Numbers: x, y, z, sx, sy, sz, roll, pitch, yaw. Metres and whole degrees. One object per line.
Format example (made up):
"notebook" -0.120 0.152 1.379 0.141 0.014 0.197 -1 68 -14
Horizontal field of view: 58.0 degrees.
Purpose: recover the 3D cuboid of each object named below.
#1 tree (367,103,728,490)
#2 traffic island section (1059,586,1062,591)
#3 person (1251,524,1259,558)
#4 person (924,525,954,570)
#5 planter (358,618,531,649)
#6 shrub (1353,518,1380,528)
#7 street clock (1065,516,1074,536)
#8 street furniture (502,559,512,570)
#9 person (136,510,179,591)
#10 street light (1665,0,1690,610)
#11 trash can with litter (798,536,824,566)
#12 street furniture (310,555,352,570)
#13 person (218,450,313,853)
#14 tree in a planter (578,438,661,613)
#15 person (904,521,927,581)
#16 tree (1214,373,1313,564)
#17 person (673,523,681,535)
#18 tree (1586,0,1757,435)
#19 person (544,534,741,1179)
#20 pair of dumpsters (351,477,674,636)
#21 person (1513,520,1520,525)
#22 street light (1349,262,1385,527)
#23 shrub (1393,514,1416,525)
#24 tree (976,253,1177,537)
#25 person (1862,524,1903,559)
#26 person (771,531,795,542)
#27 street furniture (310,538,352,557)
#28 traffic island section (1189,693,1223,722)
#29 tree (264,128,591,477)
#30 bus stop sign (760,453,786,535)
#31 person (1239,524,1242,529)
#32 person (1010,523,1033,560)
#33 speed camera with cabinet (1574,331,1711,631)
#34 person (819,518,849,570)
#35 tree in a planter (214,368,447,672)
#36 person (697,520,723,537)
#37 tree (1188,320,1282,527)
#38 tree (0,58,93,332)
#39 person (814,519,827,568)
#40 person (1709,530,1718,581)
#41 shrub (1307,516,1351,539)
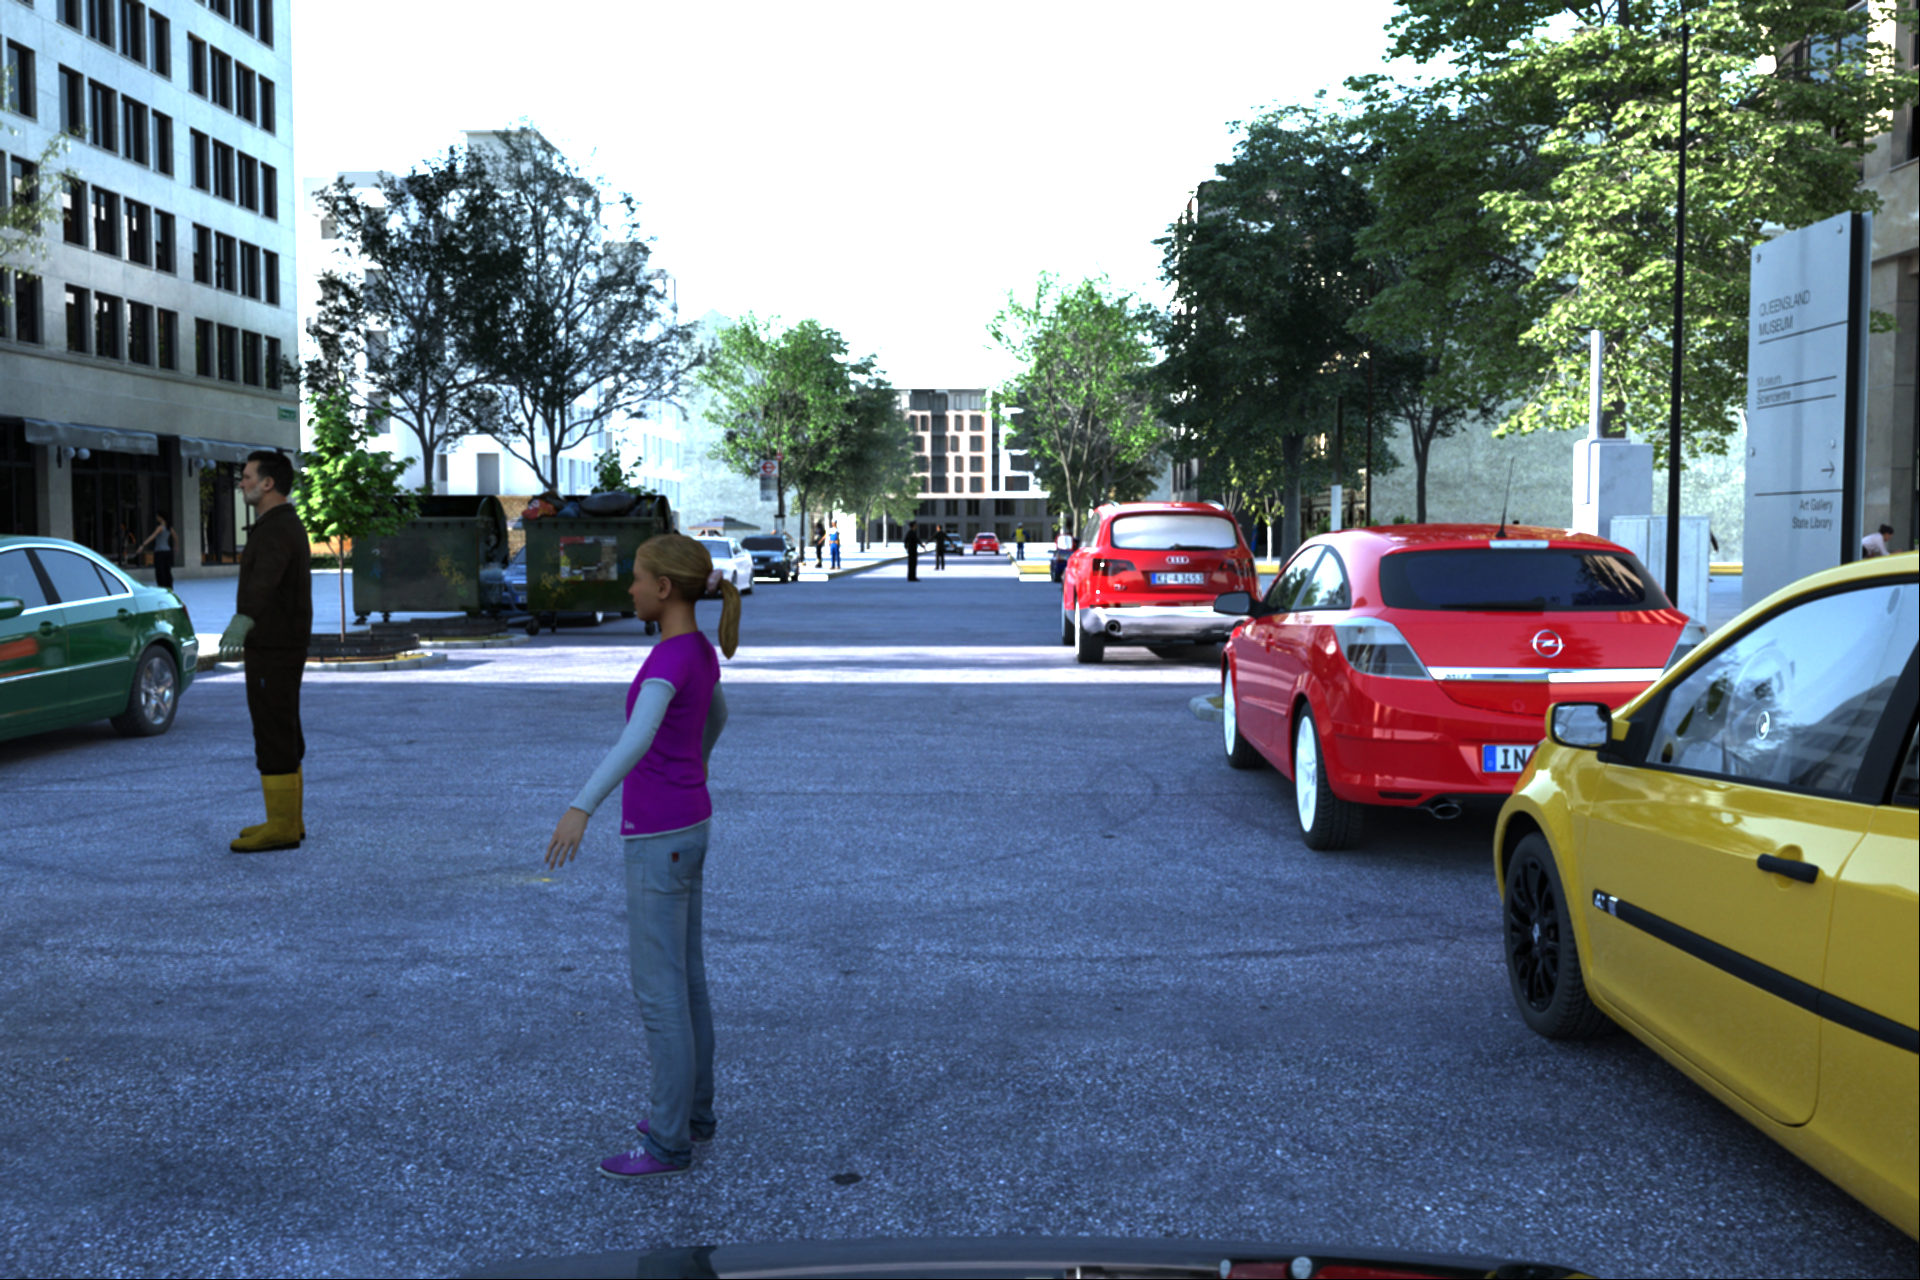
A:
"tree" -12.012 -8.570 50.495 12.009 13.543 11.850 0 3 0
"traffic island section" 3.523 -1.303 44.177 1.991 0.108 1.994 0 4 1
"person" 15.846 -5.316 93.042 0.704 1.817 1.347 1 4 12
"person" -0.813 -3.687 68.964 1.346 1.802 0.704 -2 4 -28
"planter" -6.690 -0.083 22.498 1.991 0.319 1.994 0 4 1
"shrub" 16.893 -4.080 71.133 1.690 2.028 1.600 0 3 0
"street clock" 4.420 -4.009 70.117 0.358 2.002 0.471 0 4 1
"street furniture" -12.239 -2.522 56.853 5.734 0.657 10.072 2 4 25
"person" -15.186 -1.593 32.849 0.721 1.737 1.217 1 4 9
"street light" 6.519 -2.560 14.395 1.470 5.913 1.316 0 4 2
"trash can with litter" -6.271 -3.624 70.303 1.678 1.210 2.233 0 4 3
"street furniture" -23.756 -2.923 63.420 10.072 0.657 5.734 0 4 3
"person" -3.178 0.040 7.940 0.704 1.812 1.346 -1 4 -15
"tree in a planter" -6.469 -2.155 32.451 1.991 3.239 1.994 0 4 1
"person" -1.410 -2.702 52.569 0.705 1.837 1.347 -2 4 -29
"tree" 12.923 -7.476 72.598 4.737 8.622 4.395 0 3 0
"person" -13.304 -4.535 80.339 1.347 1.806 0.705 -2 4 -32
"tree" 26.649 -12.417 58.901 12.611 20.169 13.585 0 3 0
"person" -0.722 0.475 3.961 0.599 1.433 0.991 0 4 8
"pair of dumpsters" -6.397 -1.215 24.818 4.436 2.255 1.574 0 4 2
"person" 18.625 -3.120 57.728 0.721 1.740 1.216 0 4 0
"street light" 7.037 -3.486 29.783 0.468 5.910 1.993 0 4 2
"shrub" 16.404 -3.688 64.345 1.661 2.075 1.752 0 3 0
"tree" 4.369 -8.546 65.488 9.928 11.665 9.643 0 3 0
"person" 14.175 -1.085 26.974 0.799 1.438 0.628 -2 4 -35
"person" -6.906 -3.638 66.276 1.217 1.733 0.721 0 4 -6
"street furniture" -24.636 -3.932 71.149 11.010 1.723 9.812 2 4 25
"traffic island section" 2.863 0.554 13.813 1.991 0.108 1.994 0 4 2
"tree" -11.821 -6.405 39.128 7.601 10.594 8.767 -3 5 -41
"bus stop sign" -6.171 -4.190 57.210 0.855 3.939 0.416 0 4 3
"person" 13.874 -4.900 86.573 0.721 1.772 1.216 0 4 -7
"person" 2.996 -4.852 85.302 1.349 1.833 0.705 3 4 36
"speed camera with cabinet" 6.384 -1.342 16.276 0.660 3.252 2.038 0 4 1
"person" -4.499 -3.456 62.363 1.347 1.847 0.705 2 4 33
"tree in a planter" -6.751 -1.324 18.862 1.991 3.239 1.994 0 4 1
"person" -9.789 -3.770 67.782 1.345 1.843 0.704 -1 4 -12
"tree" 9.255 -6.612 58.475 4.737 8.622 4.395 0 3 0
"tree" -12.871 -4.224 19.417 4.360 8.622 3.978 0 3 0
"person" -5.380 -3.664 65.683 0.705 1.856 1.354 0 4 0
"person" 20.098 -2.459 46.804 0.990 1.755 0.434 -1 4 -12
"shrub" 13.812 -3.696 64.466 1.661 2.075 1.752 0 3 0
